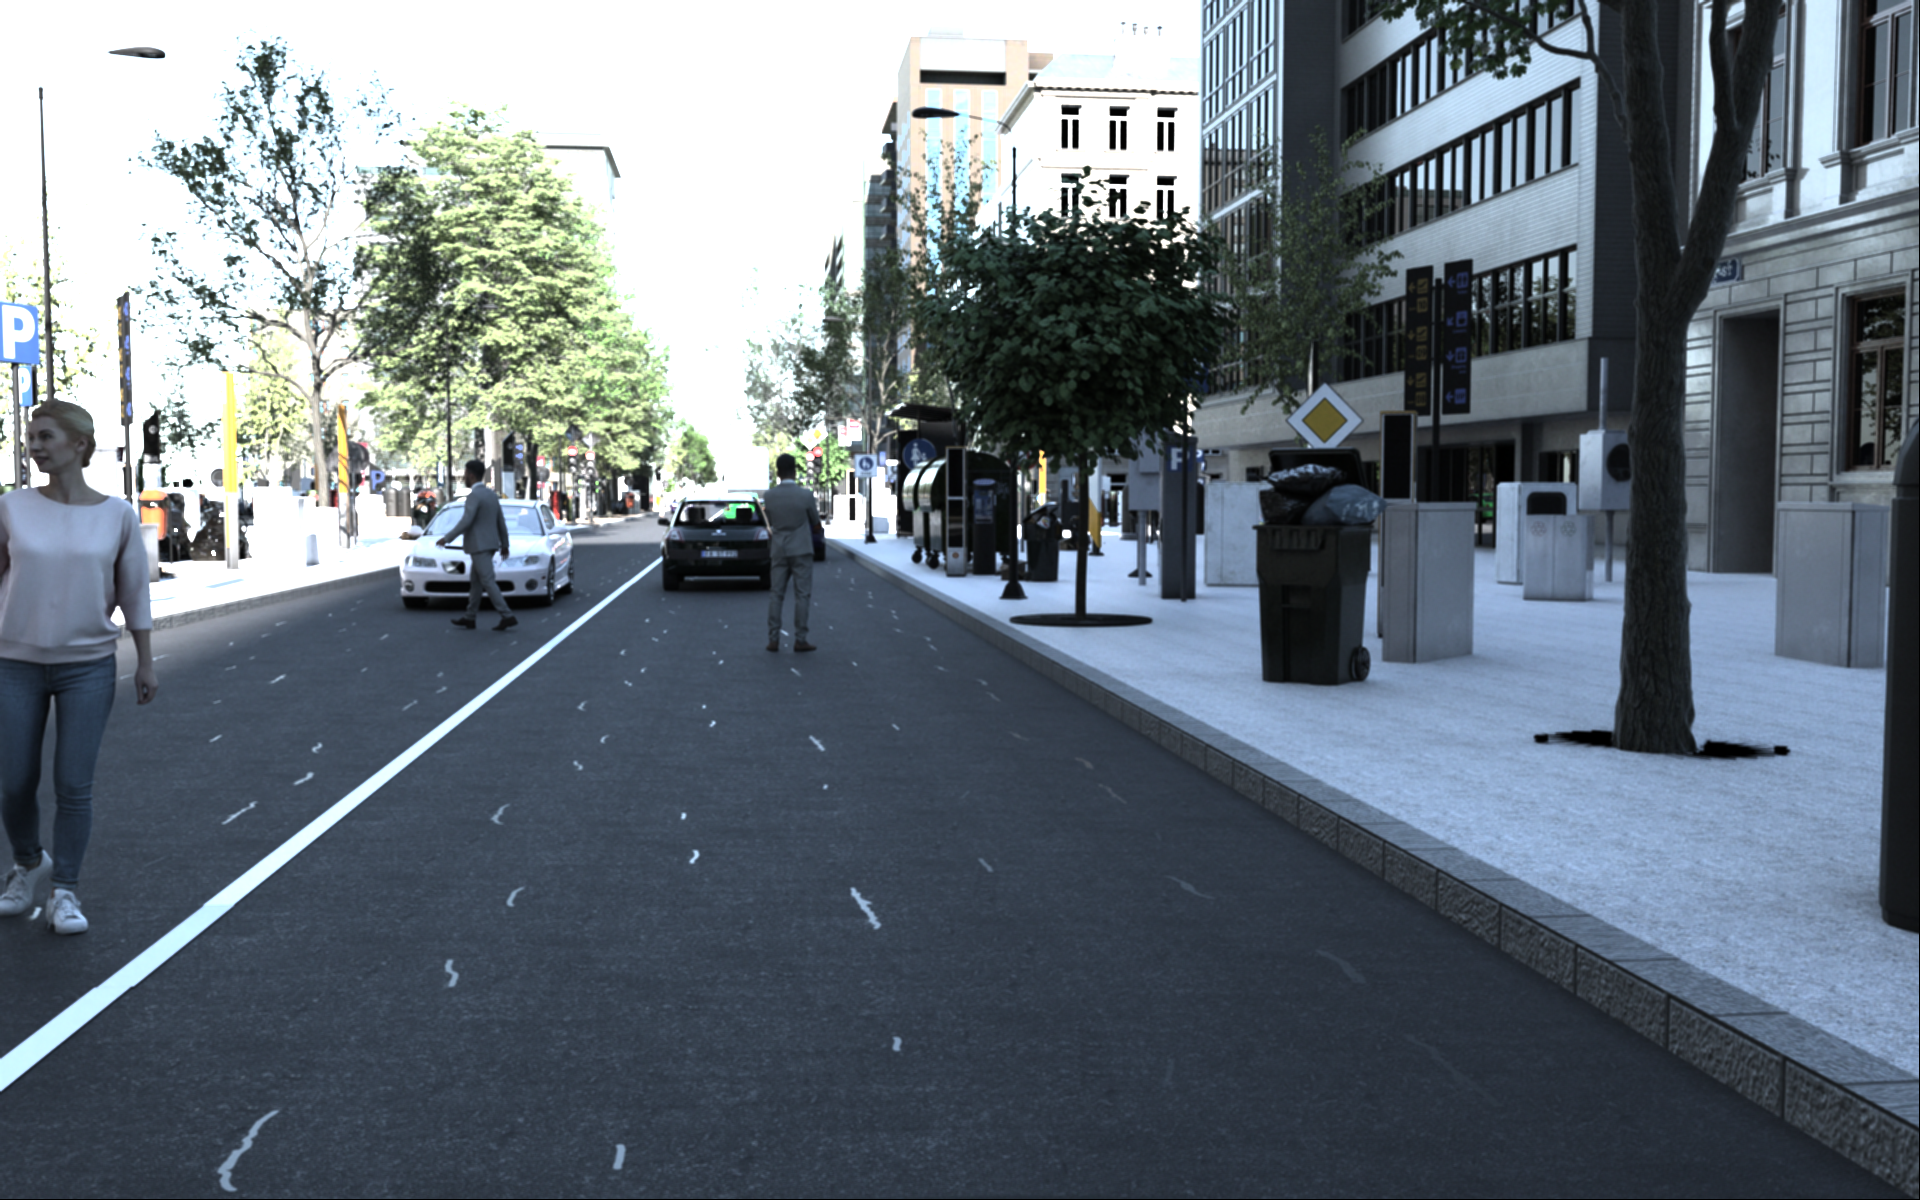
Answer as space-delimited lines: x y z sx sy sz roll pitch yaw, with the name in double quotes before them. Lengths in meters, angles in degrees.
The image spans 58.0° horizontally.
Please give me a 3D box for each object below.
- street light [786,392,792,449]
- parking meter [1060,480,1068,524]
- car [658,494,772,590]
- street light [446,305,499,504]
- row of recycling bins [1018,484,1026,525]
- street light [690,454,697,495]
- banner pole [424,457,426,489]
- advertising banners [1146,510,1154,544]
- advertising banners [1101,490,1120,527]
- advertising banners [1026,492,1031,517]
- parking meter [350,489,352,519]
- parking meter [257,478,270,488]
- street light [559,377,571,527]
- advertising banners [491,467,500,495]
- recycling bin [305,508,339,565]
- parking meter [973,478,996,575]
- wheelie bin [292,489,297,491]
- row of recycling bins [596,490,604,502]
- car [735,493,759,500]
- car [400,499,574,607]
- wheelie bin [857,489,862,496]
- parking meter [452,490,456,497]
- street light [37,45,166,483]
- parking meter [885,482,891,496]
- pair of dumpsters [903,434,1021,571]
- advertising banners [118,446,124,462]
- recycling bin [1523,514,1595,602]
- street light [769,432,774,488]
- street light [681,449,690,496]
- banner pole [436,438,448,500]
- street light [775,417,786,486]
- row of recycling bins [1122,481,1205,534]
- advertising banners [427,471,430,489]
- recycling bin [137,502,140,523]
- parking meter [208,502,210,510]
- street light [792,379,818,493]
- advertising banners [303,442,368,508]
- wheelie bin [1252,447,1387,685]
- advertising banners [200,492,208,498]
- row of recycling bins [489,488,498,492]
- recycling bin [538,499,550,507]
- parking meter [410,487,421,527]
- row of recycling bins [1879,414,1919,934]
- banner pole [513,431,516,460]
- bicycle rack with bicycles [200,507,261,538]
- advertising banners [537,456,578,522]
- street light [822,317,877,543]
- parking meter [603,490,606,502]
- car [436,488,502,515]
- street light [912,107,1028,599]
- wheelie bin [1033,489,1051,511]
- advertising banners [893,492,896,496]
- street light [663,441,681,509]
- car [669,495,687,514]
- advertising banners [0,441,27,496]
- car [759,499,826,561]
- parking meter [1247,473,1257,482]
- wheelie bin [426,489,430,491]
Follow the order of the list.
"street light" -7.036 -6.503 78.858 1.470 5.913 1.316 0 4 -7
"parking meter" 4.257 -3.975 70.704 0.255 1.863 0.399 -1 4 -9
"car" -3.771 -1.071 27.301 2.009 1.686 4.222 0 4 -7
"street light" -12.034 -4.289 42.662 1.470 5.913 1.316 0 4 -7
"row of recycling bins" 0.945 -3.913 71.090 3.534 1.692 1.069 0 4 -4
"street light" -31.711 -14.000 201.448 1.470 5.913 1.316 0 4 -7
"banner pole" -33.485 -7.246 108.489 0.401 3.779 0.863 -1 4 -20
"advertising banners" 4.909 -3.015 45.476 0.090 3.025 2.074 0 4 -1
"advertising banners" 5.548 -4.420 68.452 0.090 3.025 2.074 -3 5 -40
"advertising banners" 2.731 -5.559 87.070 2.074 3.025 0.090 0 4 -5
"parking meter" -21.868 -3.421 61.647 0.399 1.863 0.255 -1 4 -17
"parking meter" -24.812 -3.429 61.768 0.399 1.863 0.255 0 4 4
"street light" -14.993 -5.798 67.341 1.470 5.913 1.316 0 4 -7
"advertising banners" -29.847 -7.045 111.370 0.090 3.025 2.074 -2 4 -28
"recycling bin" -11.823 -1.159 31.512 0.722 1.027 0.722 1 4 19
"parking meter" 0.385 -1.168 27.506 0.372 1.533 0.369 0 3 0
"wheelie bin" -40.175 -5.910 104.542 0.980 1.594 0.693 3 5 41
"row of recycling bins" -28.981 -8.513 146.293 3.534 1.692 1.069 0 4 -6
"car" -9.911 -4.316 79.365 1.959 1.807 4.718 0 4 -6
"car" -6.331 -0.683 23.530 2.083 1.381 4.827 0 4 -8
"wheelie bin" -6.832 -6.404 112.606 0.980 1.594 0.693 2 4 24
"parking meter" -34.259 -6.643 117.026 0.372 1.533 0.369 0 3 0
"street light" -8.924 -2.783 18.037 1.470 5.913 1.316 0 4 -7
"parking meter" -3.320 -4.416 77.918 0.399 1.863 0.255 -1 4 -17
"pair of dumpsters" -0.009 -1.687 30.080 1.574 2.255 4.437 0 4 -7
"advertising banners" -31.200 -4.087 63.016 2.074 3.025 0.090 1 4 18
"recycling bin" 7.289 -0.521 21.073 0.722 1.027 0.722 2 4 28
"street light" -13.161 -9.515 128.106 1.470 5.913 1.316 0 4 -7
"street light" -28.643 -12.500 176.919 1.470 5.913 1.316 0 4 -7
"banner pole" -23.061 -5.339 77.307 0.401 3.779 0.863 2 4 28
"street light" -10.163 -8.038 103.963 1.470 5.913 1.316 0 4 -7
"row of recycling bins" 6.586 -3.011 56.341 1.069 1.692 3.534 -3 4 -38
"advertising banners" -40.802 -8.397 133.484 0.090 3.025 2.074 0 4 -4
"recycling bin" -26.954 -2.665 56.134 0.722 1.027 0.722 3 4 36
"parking meter" -45.132 -5.872 104.419 0.372 1.533 0.369 0 3 0
"street light" -5.873 -5.946 69.752 1.470 5.913 1.316 0 4 -7
"advertising banners" -20.928 -3.787 58.112 2.074 3.025 0.090 -2 4 -25
"wheelie bin" 2.435 -0.241 11.842 0.980 1.594 0.693 2 4 34
"advertising banners" -56.842 -8.275 131.488 2.074 3.025 0.090 1 4 14
"row of recycling bins" -31.400 -6.644 115.744 1.069 1.692 3.534 -1 4 -13
"recycling bin" -21.711 -4.810 91.204 0.722 1.027 0.722 2 4 35
"parking meter" -18.826 -3.153 59.957 0.372 1.533 0.369 0 3 0
"row of recycling bins" 3.646 0.200 3.846 1.069 1.692 3.534 -1 4 -21
"banner pole" -17.662 -4.799 68.478 0.401 3.779 0.863 0 4 1
"bicycle rack with bicycles" -21.716 -2.265 50.417 2.925 0.926 2.852 2 4 27
"advertising banners" -18.511 -5.084 79.316 2.074 3.025 0.090 -3 4 -37
"street light" -2.905 -4.469 45.605 1.470 5.913 1.316 0 4 -7
"parking meter" -24.285 -6.754 118.833 0.372 1.533 0.369 0 3 0
"car" -20.881 -3.856 72.831 4.222 1.686 2.009 0 4 -7
"street light" 0.119 -2.965 21.017 1.470 5.913 1.316 0 4 -7
"wheelie bin" 3.267 -3.735 68.983 0.693 1.594 0.980 0 4 -3
"advertising banners" -3.766 -6.905 109.080 0.090 3.025 2.074 1 4 20
"street light" -25.548 -11.000 152.389 1.470 5.913 1.316 0 4 -7
"car" -20.136 -6.921 125.746 1.945 1.354 3.894 -1 4 -9
"advertising banners" -32.768 -3.891 59.801 0.090 3.025 2.074 0 4 -6
"car" -3.925 -1.589 38.565 1.945 1.354 3.894 0 4 -7
"parking meter" 8.013 -2.561 47.590 0.255 1.863 0.399 0 4 2
"wheelie bin" -35.414 -6.556 115.096 0.980 1.594 0.693 -3 5 -44
